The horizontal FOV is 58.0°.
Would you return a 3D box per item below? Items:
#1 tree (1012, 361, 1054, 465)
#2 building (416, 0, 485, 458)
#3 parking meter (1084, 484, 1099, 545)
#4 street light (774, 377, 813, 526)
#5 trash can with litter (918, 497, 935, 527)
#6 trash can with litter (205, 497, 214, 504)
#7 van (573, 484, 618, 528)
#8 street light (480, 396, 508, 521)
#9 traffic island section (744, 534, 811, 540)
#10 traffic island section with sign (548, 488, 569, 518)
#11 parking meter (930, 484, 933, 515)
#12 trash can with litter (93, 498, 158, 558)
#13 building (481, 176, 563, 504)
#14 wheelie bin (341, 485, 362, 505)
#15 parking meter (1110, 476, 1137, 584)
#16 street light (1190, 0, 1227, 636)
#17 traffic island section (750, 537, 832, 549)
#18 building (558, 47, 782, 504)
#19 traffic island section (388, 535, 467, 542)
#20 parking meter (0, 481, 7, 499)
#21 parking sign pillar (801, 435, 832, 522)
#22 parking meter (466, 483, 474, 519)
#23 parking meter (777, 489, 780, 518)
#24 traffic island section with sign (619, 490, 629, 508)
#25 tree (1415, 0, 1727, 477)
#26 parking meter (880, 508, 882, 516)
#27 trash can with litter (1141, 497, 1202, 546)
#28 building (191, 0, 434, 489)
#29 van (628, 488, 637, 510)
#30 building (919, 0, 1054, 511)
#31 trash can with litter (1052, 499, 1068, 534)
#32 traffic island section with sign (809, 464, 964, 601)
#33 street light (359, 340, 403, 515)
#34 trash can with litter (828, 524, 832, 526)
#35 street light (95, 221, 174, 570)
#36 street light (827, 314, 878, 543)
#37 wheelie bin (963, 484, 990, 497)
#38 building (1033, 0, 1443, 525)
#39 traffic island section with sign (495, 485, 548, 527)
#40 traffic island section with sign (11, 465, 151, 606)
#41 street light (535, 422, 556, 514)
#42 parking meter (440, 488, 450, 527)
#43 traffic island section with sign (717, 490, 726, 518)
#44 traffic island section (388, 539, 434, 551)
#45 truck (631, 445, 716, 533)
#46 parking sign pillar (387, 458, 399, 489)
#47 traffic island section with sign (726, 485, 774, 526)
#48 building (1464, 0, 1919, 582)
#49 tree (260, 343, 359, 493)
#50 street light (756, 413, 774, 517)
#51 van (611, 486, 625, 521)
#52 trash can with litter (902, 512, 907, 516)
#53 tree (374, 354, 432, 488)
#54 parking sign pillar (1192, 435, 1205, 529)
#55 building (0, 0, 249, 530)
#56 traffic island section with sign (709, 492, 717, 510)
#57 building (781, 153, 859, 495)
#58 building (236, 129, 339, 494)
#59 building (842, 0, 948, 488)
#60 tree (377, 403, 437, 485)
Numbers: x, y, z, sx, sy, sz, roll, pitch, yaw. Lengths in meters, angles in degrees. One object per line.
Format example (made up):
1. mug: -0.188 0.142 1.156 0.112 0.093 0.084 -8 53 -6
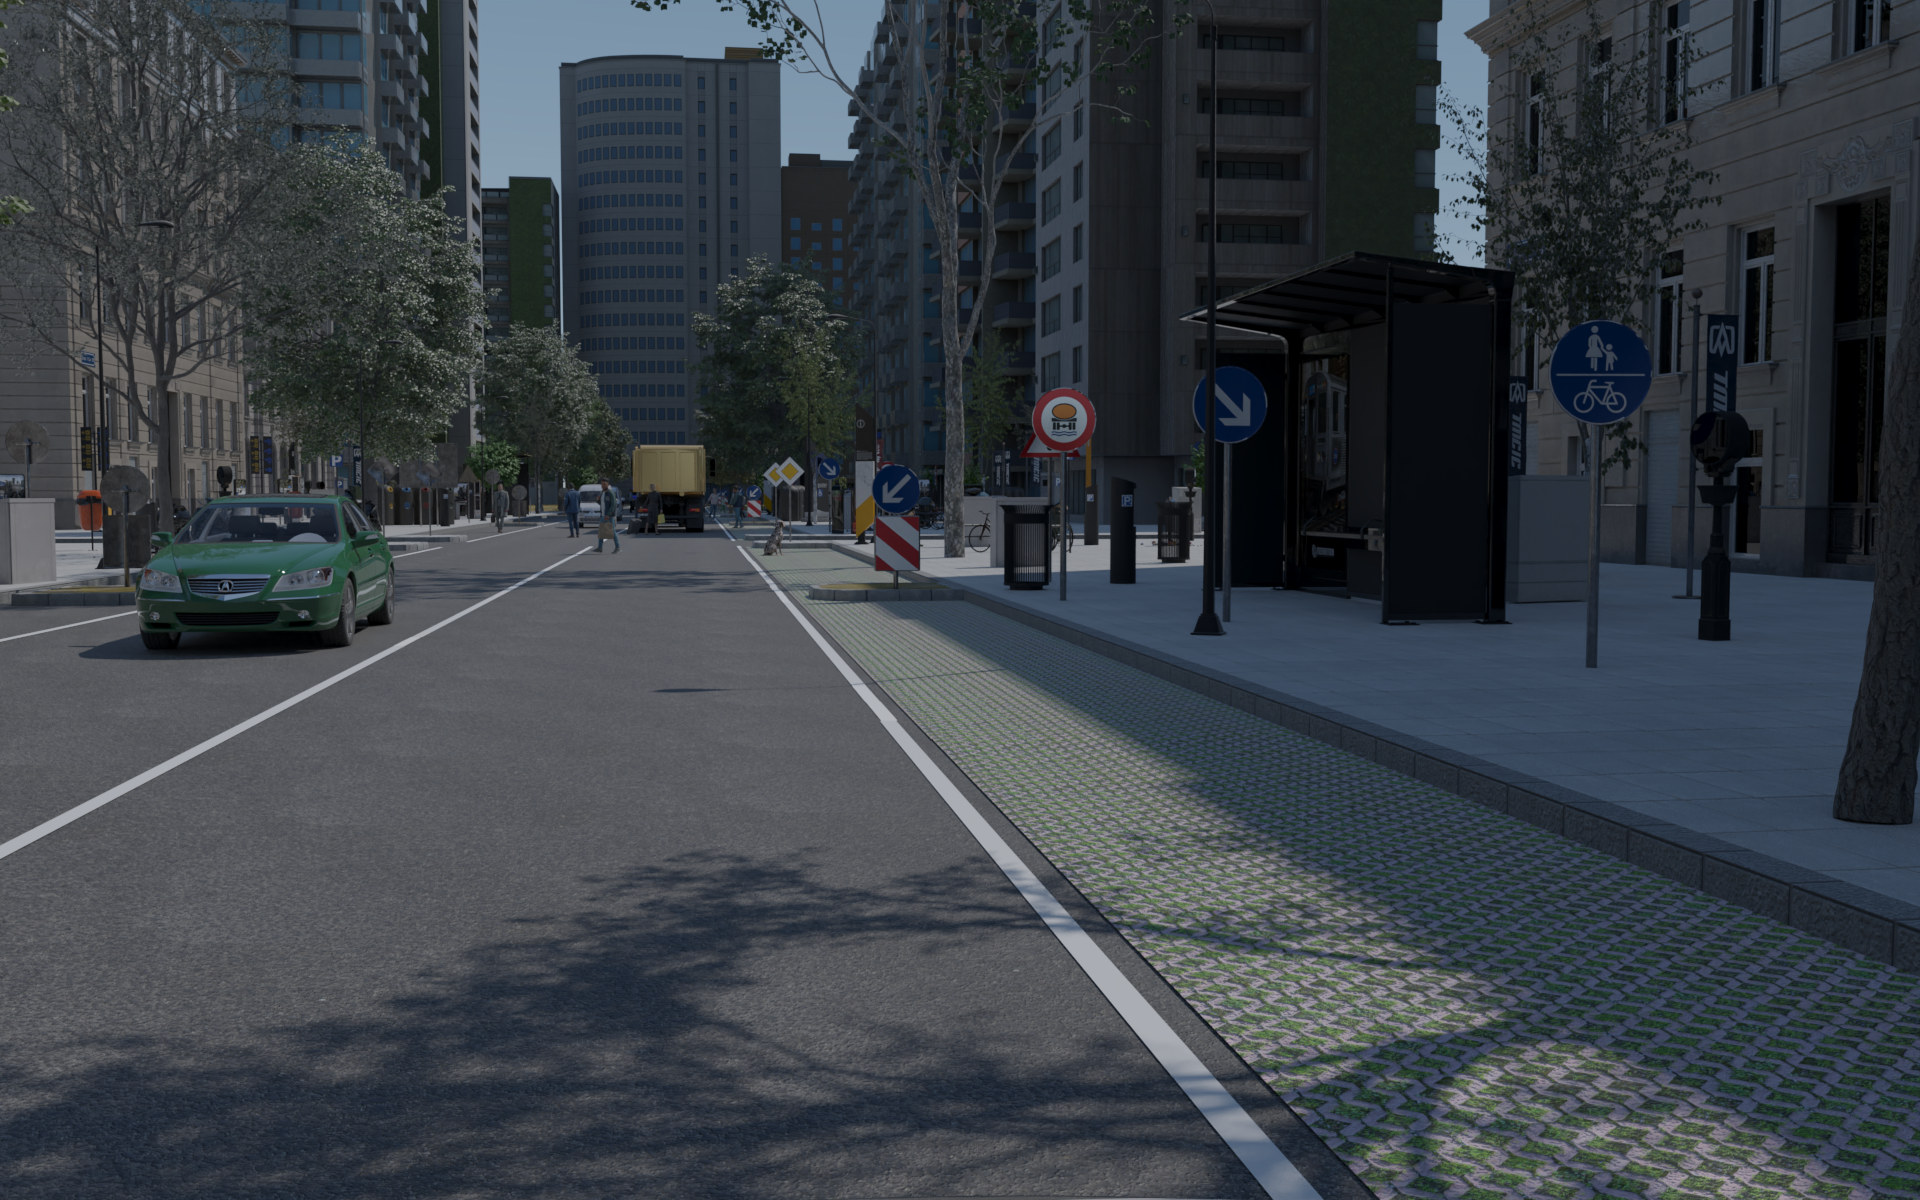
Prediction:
1. tree: 5.034 -8.779 93.905 4.360 8.622 3.978 0 3 0
2. building: -63.609 -38.785 176.141 28.212 58.520 21.231 -1 4 -9
3. parking meter: 3.297 -2.142 43.441 0.372 1.533 0.369 0 3 0
4. street light: -6.563 -5.902 69.046 1.470 5.913 1.316 -1 4 -9
5. trash can with litter: -1.371 -3.407 67.090 0.624 1.170 1.055 1 4 13
6. trash can with litter: -24.299 -2.789 56.980 1.055 1.170 0.624 0 4 2
7. van: -15.589 -4.094 73.946 2.013 2.044 4.112 -1 4 -8
8. street light: -22.148 -6.714 82.308 1.470 5.913 1.316 -1 4 -9
9. traffic island section: -5.750 -1.964 54.396 2.009 0.180 2.903 -1 4 -9
10. traffic island section with sign: -23.695 -5.822 103.814 1.989 1.847 2.006 -1 4 -9
11. parking meter: -1.650 -5.546 96.383 0.255 1.863 0.399 0 4 -7
12. trash can with litter: -16.296 -1.473 35.145 2.233 1.210 1.678 1 4 22
13. building: -59.257 -33.104 224.837 14.086 41.232 14.154 -1 4 -9
14. wheelie bin: -22.226 -3.397 63.452 0.693 1.594 0.980 1 4 18
15. parking meter: 2.337 -1.003 24.808 0.372 1.533 0.369 0 3 0
16. street light: 1.735 -2.632 15.574 1.470 5.913 1.316 -1 4 -9
17. traffic island section: -4.535 -1.482 46.504 2.009 0.180 2.903 -1 4 -9
18. building: -38.327 -42.122 230.696 28.212 58.520 21.231 -1 4 -9
19. traffic island section: -16.169 -1.867 52.804 2.009 0.180 2.903 -1 4 -9
20. parking meter: -18.023 -1.466 32.380 0.372 1.533 0.369 0 3 0
21. parking sign pillar: -6.590 -5.573 79.595 1.447 3.967 1.447 2 4 32
22. parking meter: -25.114 -5.080 88.766 0.399 1.863 0.255 -1 4 -18
23. parking meter: -9.818 -5.250 94.246 0.372 1.533 0.369 0 3 0
24. traffic island section with sign: -35.485 -10.509 180.444 1.989 1.847 2.006 -1 4 -9
25. tree: 8.651 -4.512 24.133 4.360 8.622 3.978 0 3 0
26. parking meter: -3.876 -4.873 88.090 0.372 1.533 0.369 0 3 0
27. trash can with litter: 5.376 -1.982 43.465 1.678 1.210 2.233 0 4 7
28. building: -54.828 -31.694 137.803 23.786 49.044 30.456 -1 4 -9
29. van: -28.251 -9.129 153.638 2.240 2.365 5.245 -1 4 -9
30. building: 9.660 -28.303 117.376 22.147 44.769 28.867 -1 4 -9
31. trash can with litter: 2.932 -2.705 55.619 1.055 1.170 0.624 0 4 1
32. traffic island section with sign: -1.072 -0.936 23.928 1.989 1.847 2.006 -1 4 -9
33. street light: -17.514 -4.881 52.354 1.470 5.913 1.316 -1 4 -9
34. trash can with litter: -4.704 -3.684 71.295 1.678 1.210 2.233 3 5 42
35. street light: -14.052 -3.484 29.512 1.470 5.913 1.316 -1 4 -9
36. street light: -2.742 -4.431 44.980 1.470 5.913 1.316 -1 4 -9
37. wheelie bin: 0.447 -2.872 54.866 0.980 1.594 0.693 0 4 4
38. building: 11.377 -18.563 75.200 14.107 30.474 14.160 -1 4 -9
39. traffic island section with sign: -19.596 -4.192 77.171 1.989 1.847 2.006 -1 4 -9
40. traffic island section with sign: -11.293 -0.891 23.189 1.989 1.847 2.006 -1 4 -9
41. street light: -26.728 -8.514 111.751 1.470 5.913 1.316 -1 4 -9
42. parking meter: -20.316 -3.663 68.305 0.372 1.533 0.369 0 3 0
43. traffic island section with sign: -13.597 -5.918 105.394 1.989 1.847 2.006 -1 4 -9
44. traffic island section: -14.955 -1.384 44.912 2.009 0.180 2.903 -1 4 -9
45. truck: -11.270 -4.389 67.691 3.469 3.379 9.791 0 4 -8
46. parking sign pillar: -30.898 -6.496 94.683 1.447 3.967 1.447 -3 5 -40
47. traffic island section with sign: -9.498 -4.289 78.752 1.989 1.847 2.006 -1 4 -9
48. building: 18.623 -13.973 25.719 12.463 27.353 25.104 -1 4 -9
49. tree: -31.146 -8.055 82.066 4.360 8.622 3.978 0 3 0
50. street light: -11.095 -7.700 98.443 1.470 5.913 1.316 -1 4 -9
51. van: -18.969 -5.245 92.767 2.013 2.044 4.112 -1 4 -10
52. trash can with litter: -3.219 -5.020 93.140 1.678 1.210 2.233 1 4 23
53. tree: -30.538 -8.532 89.866 4.360 8.622 3.978 0 3 0
54. parking sign pillar: 9.016 -4.616 63.946 1.447 3.967 1.447 2 4 33
55. building: -39.035 -16.815 72.194 12.463 27.353 25.104 -1 4 -9
56. traffic island section with sign: -21.304 -8.984 155.523 1.989 1.847 2.006 -1 4 -9
57. building: -16.894 -35.543 231.241 14.200 45.320 14.600 -1 4 -9
58. building: -43.398 -15.579 96.513 13.314 21.916 24.055 -1 4 -9
59. building: 0.109 -34.343 181.108 23.786 49.044 30.456 -1 4 -9
60. tree: -31.766 -9.070 98.655 4.737 8.622 4.395 0 3 0
